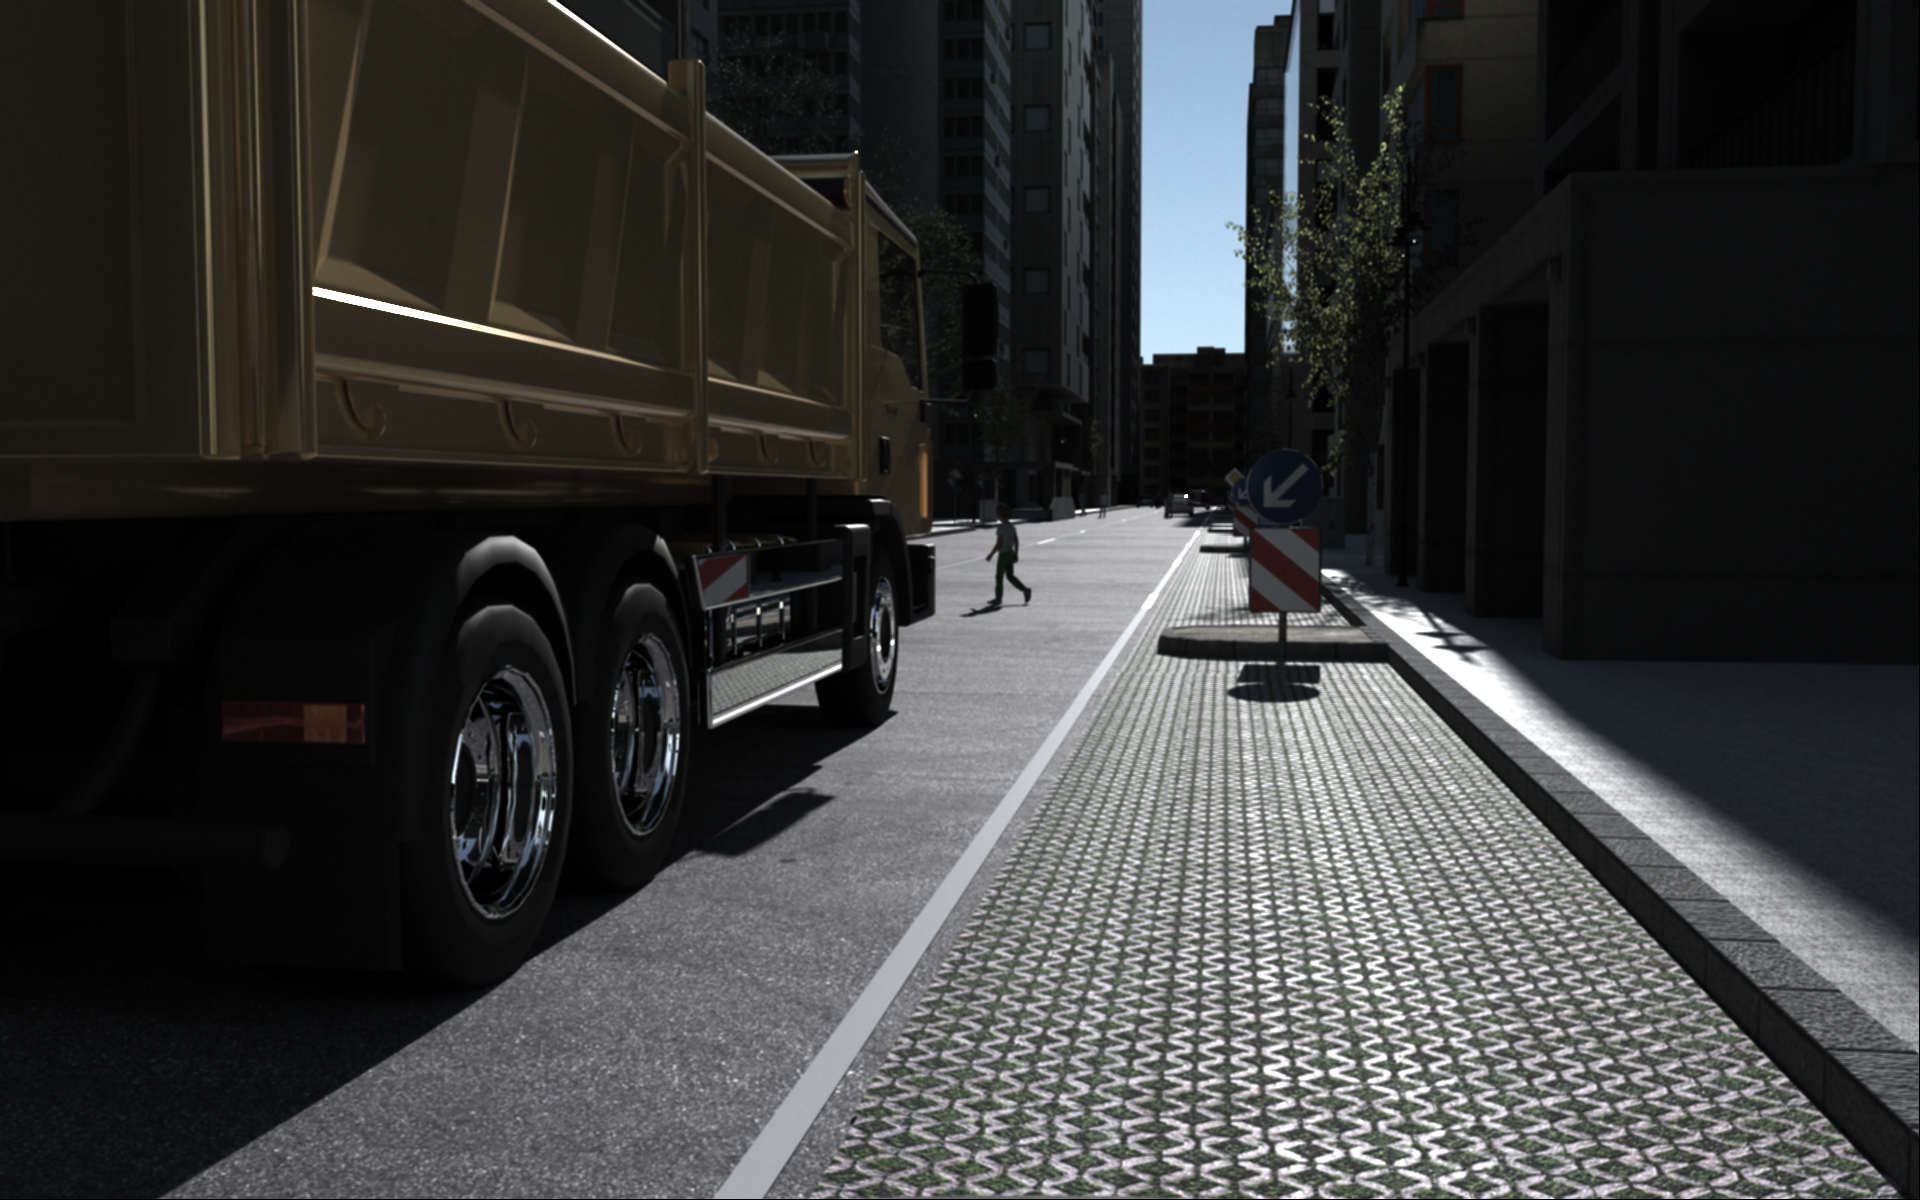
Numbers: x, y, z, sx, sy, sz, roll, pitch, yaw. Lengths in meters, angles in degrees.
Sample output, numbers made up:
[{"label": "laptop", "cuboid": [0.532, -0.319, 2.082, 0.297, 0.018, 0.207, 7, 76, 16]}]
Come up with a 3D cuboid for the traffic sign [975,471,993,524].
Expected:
[{"label": "traffic sign", "cuboid": [1.008, -4.320, 74.269, 0.795, 2.450, 0.064, 1, 4, 9]}]

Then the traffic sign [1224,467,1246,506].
[{"label": "traffic sign", "cuboid": [10.272, -3.738, 64.762, 0.795, 2.450, 0.064, 1, 4, 9]}]

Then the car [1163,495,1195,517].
[{"label": "car", "cuboid": [14.124, -6.071, 111.629, 2.083, 1.381, 4.827, 0, 4, 7]}]

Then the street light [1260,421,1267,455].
[{"label": "street light", "cuboid": [18.787, -8.217, 107.131, 0.468, 5.910, 1.993, 1, 4, 9]}]

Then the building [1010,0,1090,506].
[{"label": "building", "cuboid": [-4.432, -33.114, 130.657, 28.713, 52.752, 27.495, 1, 4, 9]}]

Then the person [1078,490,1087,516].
[{"label": "person", "cuboid": [7.897, -6.259, 111.672, 0.643, 1.720, 0.563, 0, 4, -7]}]

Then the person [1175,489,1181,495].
[{"label": "person", "cuboid": [17.328, -7.940, 138.192, 0.514, 1.842, 0.818, -3, 5, -41]}]

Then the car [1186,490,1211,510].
[{"label": "car", "cuboid": [21.697, -9.105, 157.537, 2.281, 1.827, 5.304, 1, 4, 10]}]

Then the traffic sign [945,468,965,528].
[{"label": "traffic sign", "cuboid": [-0.198, -3.837, 66.375, 0.795, 2.450, 0.064, 1, 4, 9]}]

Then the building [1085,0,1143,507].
[{"label": "building", "cuboid": [11.708, -47.477, 214.493, 20.611, 71.187, 20.563, 1, 4, 9]}]

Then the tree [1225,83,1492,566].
[{"label": "tree", "cuboid": [7.106, -4.917, 30.760, 4.360, 8.622, 3.978, 0, 3, 0]}]

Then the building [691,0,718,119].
[{"label": "building", "cuboid": [-16.282, -23.026, 60.073, 14.086, 41.232, 14.154, 1, 4, 9]}]

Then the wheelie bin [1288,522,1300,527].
[{"label": "wheelie bin", "cuboid": [11.431, -3.086, 58.364, 0.980, 1.594, 0.693, 0, 4, -7]}]

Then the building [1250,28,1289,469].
[{"label": "building", "cuboid": [33.247, -28.850, 155.296, 14.154, 41.232, 14.086, 1, 4, 9]}]

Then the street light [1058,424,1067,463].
[{"label": "street light", "cuboid": [6.704, -8.614, 113.633, 0.468, 5.910, 1.993, 1, 4, 9]}]

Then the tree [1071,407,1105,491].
[{"label": "tree", "cuboid": [10.083, -11.970, 146.077, 4.360, 8.622, 3.978, 0, 3, 0]}]

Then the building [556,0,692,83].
[{"label": "building", "cuboid": [-17.329, -24.485, 24.024, 21.300, 48.544, 21.600, 1, 4, 9]}]

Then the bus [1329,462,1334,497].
[{"label": "bus", "cuboid": [21.167, -4.428, 67.262, 13.247, 3.499, 2.948, 0, 4, 7]}]

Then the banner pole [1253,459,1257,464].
[{"label": "banner pole", "cuboid": [20.876, -8.114, 122.686, 0.401, 3.779, 0.863, 2, 4, 24]}]

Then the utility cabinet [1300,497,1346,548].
[{"label": "utility cabinet", "cuboid": [8.592, -1.827, 41.034, 1.020, 1.237, 0.306, 0, 4, 1]}]

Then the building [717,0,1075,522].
[{"label": "building", "cuboid": [-10.089, -24.829, 97.831, 32.217, 40.220, 23.993, 1, 4, 9]}]

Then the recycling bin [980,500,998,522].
[{"label": "recycling bin", "cuboid": [1.305, -4.063, 78.983, 0.722, 1.027, 0.722, -1, 4, -10]}]

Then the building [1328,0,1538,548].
[{"label": "building", "cuboid": [25.095, -12.368, 47.255, 27.650, 21.520, 28.899, 1, 4, 9]}]

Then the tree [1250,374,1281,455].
[{"label": "tree", "cuboid": [19.015, -9.252, 101.632, 4.737, 8.622, 4.395, 0, 3, 0]}]

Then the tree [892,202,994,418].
[{"label": "tree", "cuboid": [-2.407, -8.126, 58.619, 9.928, 11.665, 9.643, 0, 3, 0]}]

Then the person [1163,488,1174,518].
[{"label": "person", "cuboid": [12.417, -5.774, 103.110, 0.583, 1.804, 0.606, 2, 4, 32]}]

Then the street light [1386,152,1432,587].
[{"label": "street light", "cuboid": [6.140, -3.123, 23.855, 0.468, 5.910, 1.993, 1, 4, 9]}]

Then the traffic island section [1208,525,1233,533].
[{"label": "traffic island section", "cuboid": [10.297, -2.603, 64.835, 2.009, 0.180, 2.903, 1, 4, 9]}]

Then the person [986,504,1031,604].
[{"label": "person", "cuboid": [0.636, -0.602, 22.590, 0.590, 1.304, 0.306, 1, 4, 19]}]

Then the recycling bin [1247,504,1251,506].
[{"label": "recycling bin", "cuboid": [23.146, -7.641, 137.483, 0.722, 1.027, 0.722, 2, 4, 25]}]

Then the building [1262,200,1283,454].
[{"label": "building", "cuboid": [24.671, -16.082, 112.088, 9.793, 20.994, 18.267, 1, 4, 9]}]

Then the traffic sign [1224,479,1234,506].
[{"label": "traffic sign", "cuboid": [11.478, -4.221, 72.655, 0.795, 2.450, 0.064, 1, 4, 9]}]

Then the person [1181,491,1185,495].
[{"label": "person", "cuboid": [24.790, -11.222, 191.988, 0.705, 1.823, 1.348, 3, 5, 44]}]

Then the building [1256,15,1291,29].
[{"label": "building", "cuboid": [39.867, -33.540, 172.080, 21.300, 48.544, 21.600, 1, 4, 9]}]

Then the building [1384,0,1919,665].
[{"label": "building", "cuboid": [15.407, -35.223, 14.142, 20.563, 71.187, 20.611, 1, 4, 9]}]

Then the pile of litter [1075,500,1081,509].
[{"label": "pile of litter", "cuboid": [9.910, -8.172, 147.577, 1.176, 0.858, 1.719, 2, 4, 29]}]

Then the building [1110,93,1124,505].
[{"label": "building", "cuboid": [10.628, -33.079, 190.953, 14.600, 45.320, 14.200, 1, 4, 9]}]

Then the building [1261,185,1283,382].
[{"label": "building", "cuboid": [29.608, -20.537, 133.039, 12.463, 27.353, 25.104, 1, 4, 9]}]

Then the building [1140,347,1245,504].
[{"label": "building", "cuboid": [35.291, -24.351, 243.185, 28.899, 21.520, 27.650, 1, 4, 9]}]

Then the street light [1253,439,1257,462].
[{"label": "street light", "cuboid": [24.917, -10.608, 146.234, 0.468, 5.910, 1.993, 1, 4, 9]}]

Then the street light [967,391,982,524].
[{"label": "street light", "cuboid": [0.597, -6.223, 74.526, 0.468, 5.910, 1.993, 1, 4, 9]}]

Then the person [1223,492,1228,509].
[{"label": "person", "cuboid": [25.626, -9.617, 167.212, 0.415, 1.643, 0.593, 0, 4, -6]}]

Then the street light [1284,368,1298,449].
[{"label": "street light", "cuboid": [12.128, -5.557, 63.644, 0.468, 5.910, 1.993, 1, 4, 9]}]

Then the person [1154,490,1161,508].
[{"label": "person", "cuboid": [19.692, -10.053, 172.879, 0.705, 1.823, 1.348, -1, 4, -23]}]

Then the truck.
[{"label": "truck", "cuboid": [-2.001, -0.785, 8.760, 3.469, 3.379, 9.791, 1, 4, 9]}]

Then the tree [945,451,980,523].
[{"label": "tree", "cuboid": [0.398, -5.059, 77.318, 1.663, 3.219, 1.824, 0, 3, 0]}]

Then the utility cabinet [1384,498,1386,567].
[{"label": "utility cabinet", "cuboid": [7.802, -1.149, 29.947, 0.306, 1.237, 1.020, -2, 4, -30]}]

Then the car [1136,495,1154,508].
[{"label": "car", "cuboid": [19.575, -10.449, 183.425, 1.945, 1.354, 3.894, 0, 4, 7]}]

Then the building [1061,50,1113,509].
[{"label": "building", "cuboid": [6.252, -28.901, 156.128, 14.154, 41.232, 14.086, 1, 4, 9]}]

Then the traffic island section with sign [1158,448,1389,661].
[{"label": "traffic island section with sign", "cuboid": [2.836, -0.443, 15.864, 1.989, 1.847, 2.006, 1, 4, 9]}]

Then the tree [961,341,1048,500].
[{"label": "tree", "cuboid": [1.953, -8.046, 81.919, 4.737, 8.622, 4.395, 0, 3, 0]}]

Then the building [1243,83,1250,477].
[{"label": "building", "cuboid": [42.966, -34.918, 194.610, 21.300, 48.544, 21.600, 1, 4, 9]}]

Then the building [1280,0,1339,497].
[{"label": "building", "cuboid": [32.217, -16.759, 78.533, 34.151, 26.468, 19.350, 1, 4, 9]}]

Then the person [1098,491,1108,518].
[{"label": "person", "cuboid": [8.629, -5.745, 104.236, 0.589, 1.601, 0.330, -1, 4, -14]}]

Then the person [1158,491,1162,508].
[{"label": "person", "cuboid": [20.878, -10.570, 182.124, 0.742, 1.727, 0.445, 2, 4, 32]}]

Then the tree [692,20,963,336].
[{"label": "tree", "cuboid": [-5.015, -8.235, 45.017, 12.009, 13.543, 11.850, 0, 3, 0]}]
